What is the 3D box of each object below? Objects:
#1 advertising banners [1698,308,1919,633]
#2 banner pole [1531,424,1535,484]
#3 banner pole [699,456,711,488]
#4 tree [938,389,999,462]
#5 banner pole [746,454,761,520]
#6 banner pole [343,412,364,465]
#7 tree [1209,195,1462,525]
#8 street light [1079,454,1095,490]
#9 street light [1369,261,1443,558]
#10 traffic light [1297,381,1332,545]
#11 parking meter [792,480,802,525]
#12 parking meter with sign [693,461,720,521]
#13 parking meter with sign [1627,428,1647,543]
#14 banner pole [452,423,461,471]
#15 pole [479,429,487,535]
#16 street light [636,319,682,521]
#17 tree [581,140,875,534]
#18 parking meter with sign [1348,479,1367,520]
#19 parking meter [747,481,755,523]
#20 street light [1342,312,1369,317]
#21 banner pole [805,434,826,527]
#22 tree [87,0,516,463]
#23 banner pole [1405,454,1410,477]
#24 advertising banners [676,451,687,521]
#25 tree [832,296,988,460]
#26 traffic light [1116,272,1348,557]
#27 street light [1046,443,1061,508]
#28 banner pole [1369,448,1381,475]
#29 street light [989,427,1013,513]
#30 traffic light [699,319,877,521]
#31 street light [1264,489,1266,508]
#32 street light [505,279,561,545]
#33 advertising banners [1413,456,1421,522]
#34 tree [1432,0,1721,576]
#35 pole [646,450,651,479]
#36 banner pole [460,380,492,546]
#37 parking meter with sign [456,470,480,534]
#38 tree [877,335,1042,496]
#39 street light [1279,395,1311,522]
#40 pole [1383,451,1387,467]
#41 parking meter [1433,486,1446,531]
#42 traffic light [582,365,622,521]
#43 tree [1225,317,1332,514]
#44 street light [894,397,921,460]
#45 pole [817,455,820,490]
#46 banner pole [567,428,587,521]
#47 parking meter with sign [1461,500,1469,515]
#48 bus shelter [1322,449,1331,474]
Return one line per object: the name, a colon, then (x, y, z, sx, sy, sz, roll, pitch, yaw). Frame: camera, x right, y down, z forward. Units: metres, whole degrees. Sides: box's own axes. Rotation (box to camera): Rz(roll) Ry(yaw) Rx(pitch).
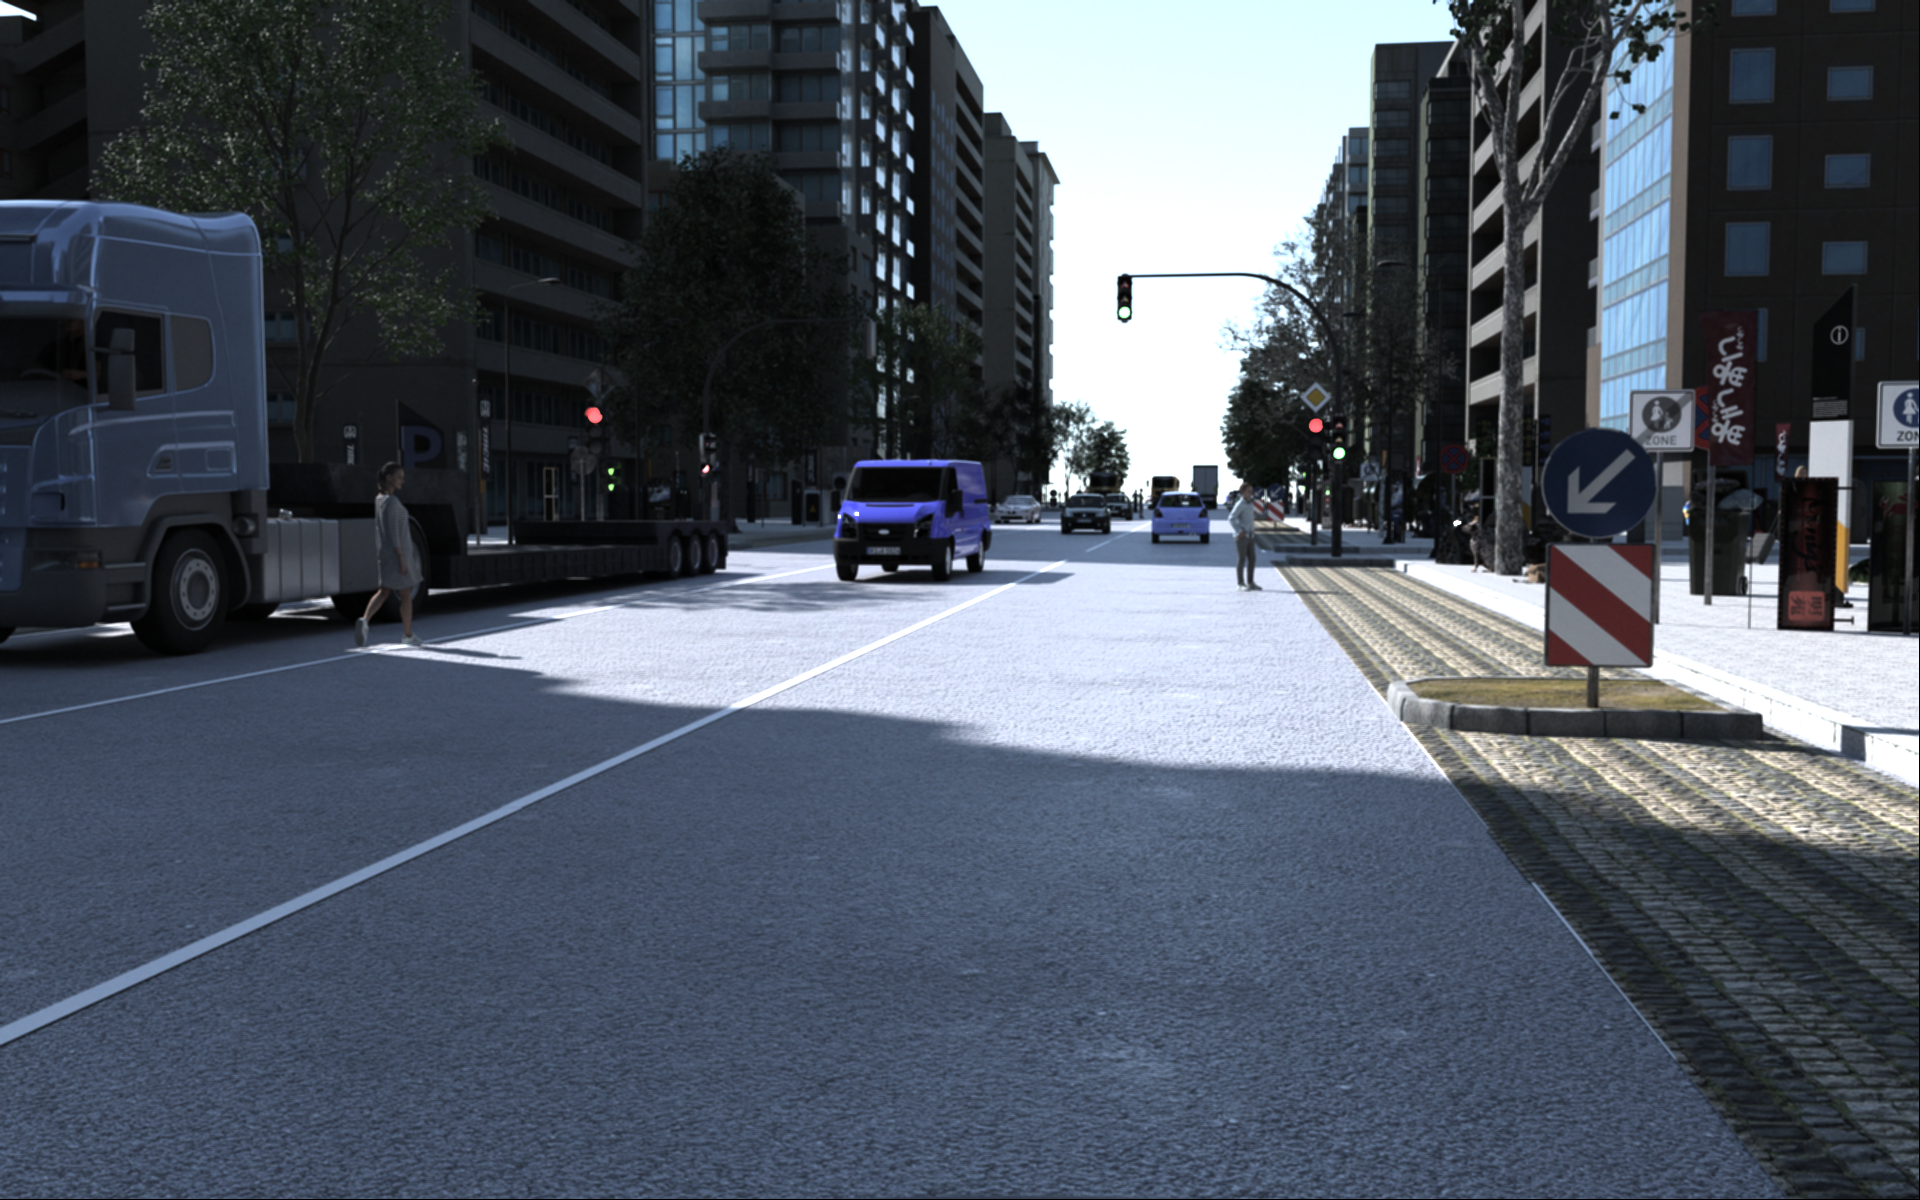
advertising banners: (8.000, -1.226, 16.229, 2.074, 3.025, 0.090, 1, 4, 18)
banner pole: (17.874, -3.954, 54.660, 0.863, 3.779, 0.401, -2, 4, -28)
banner pole: (-12.990, -6.034, 88.668, 0.863, 3.779, 0.401, -2, 4, -34)
tree: (0.547, -9.911, 112.400, 4.360, 8.622, 3.978, 0, 3, 0)
banner pole: (-10.404, -5.941, 87.159, 0.863, 3.779, 0.401, -3, 4, -37)
banner pole: (-18.555, -3.864, 53.189, 0.863, 3.779, 0.401, 1, 4, 11)
tree: (15.573, -9.896, 72.176, 12.009, 13.543, 11.850, 0, 3, 0)
street light: (15.153, -14.158, 204.023, 1.470, 5.913, 1.316, 1, 4, 8)
street light: (9.012, -3.794, 34.574, 1.470, 5.913, 1.316, 1, 4, 8)
traffic light: (8.851, -3.325, 43.284, 0.839, 4.253, 0.868, 1, 4, 8)
parking meter: (-6.816, -4.077, 72.363, 0.399, 1.863, 0.255, -3, 5, -44)
parking meter with sign: (-13.328, -5.776, 90.698, 1.738, 3.016, 0.543, 3, 5, 44)
parking meter with sign: (17.348, -2.945, 44.404, 0.543, 3.016, 1.738, 1, 4, 22)
banner pole: (-17.663, -4.346, 61.073, 0.863, 3.779, 0.401, 2, 4, 29)
pole: (-15.040, -3.717, 54.611, 0.158, 3.312, 0.155, 0, 3, 0)
street light: (-8.062, -4.501, 46.130, 1.470, 5.913, 1.316, 1, 4, 8)
tree: (-7.599, -8.520, 56.312, 9.611, 12.733, 9.660, 0, 3, 0)
parking meter with sign: (19.460, -5.446, 85.305, 1.738, 3.016, 0.543, 1, 4, 16)
parking meter: (-9.398, -4.414, 77.885, 0.255, 1.863, 0.399, -2, 4, -28)
street light: (10.447, -4.388, 44.281, 1.470, 5.913, 1.316, 1, 4, 8)
banner pole: (-5.590, -4.698, 66.828, 0.863, 3.779, 0.401, 0, 4, 1)
tree: (-11.893, -6.461, 31.399, 9.928, 11.665, 9.643, 0, 3, 0)
banner pole: (27.772, -7.195, 107.660, 0.401, 3.779, 0.863, 3, 4, 36)
advertising banners: (-11.441, -4.581, 71.082, 0.090, 3.025, 2.074, 0, 4, 3)
tree: (-2.655, -10.026, 89.688, 9.928, 11.665, 9.643, 0, 3, 0)
traffic light: (5.604, -3.724, 35.547, 4.771, 5.953, 1.251, 1, 4, 8)
street light: (8.558, -11.380, 158.610, 1.470, 5.913, 1.316, 1, 4, 8)
banner pole: (22.719, -6.406, 94.751, 0.863, 3.779, 0.401, 0, 4, -4)
street light: (3.009, -9.124, 121.713, 1.470, 5.913, 1.316, 1, 4, 8)
traffic light: (-4.564, -4.318, 45.273, 4.771, 5.953, 1.251, 1, 4, 8)
street light: (21.575, -9.000, 119.683, 1.470, 5.913, 1.316, 1, 4, 8)
street light: (-9.281, -3.977, 37.565, 1.470, 5.913, 1.316, 1, 4, 8)
advertising banners: (20.947, -5.133, 80.108, 0.090, 3.025, 2.074, 0, 4, -3)
tree: (9.784, -10.395, 25.854, 12.611, 20.169, 13.585, 0, 3, 0)
pole: (-14.041, -5.158, 78.174, 0.158, 3.312, 0.155, 0, 3, 0)
banner pole: (-10.548, -2.951, 38.258, 0.401, 3.779, 0.863, 1, 4, 15)
parking meter with sign: (-16.010, -3.593, 55.004, 0.543, 3.016, 1.738, 2, 4, 30)
tree: (-1.150, -10.229, 101.652, 8.767, 10.594, 7.601, -3, 5, -42)
street light: (15.780, -6.624, 80.838, 1.470, 5.913, 1.316, 1, 4, 8)
pole: (19.874, -5.337, 81.096, 0.158, 3.312, 0.155, 0, 3, 0)
parking meter: (14.709, -2.735, 53.121, 0.372, 1.533, 0.369, 0, 3, 0)
traffic light: (-7.810, -2.980, 37.642, 0.839, 4.253, 0.868, 1, 4, 8)
tree: (20.643, -11.797, 111.005, 7.486, 12.596, 7.792, 0, 3, 0)
street light: (-2.558, -6.735, 82.662, 1.470, 5.913, 1.316, 1, 4, 8)
pole: (-6.626, -5.378, 81.781, 0.158, 3.312, 0.155, 0, 3, 0)
banner pole: (-14.553, -4.638, 65.845, 0.863, 3.779, 0.401, 1, 4, 23)
parking meter with sign: (24.981, -5.550, 87.007, 0.543, 3.016, 1.738, -3, 4, -36)
bus shelter: (20.061, -6.197, 92.606, 1.731, 3.624, 6.357, 1, 4, 8)
